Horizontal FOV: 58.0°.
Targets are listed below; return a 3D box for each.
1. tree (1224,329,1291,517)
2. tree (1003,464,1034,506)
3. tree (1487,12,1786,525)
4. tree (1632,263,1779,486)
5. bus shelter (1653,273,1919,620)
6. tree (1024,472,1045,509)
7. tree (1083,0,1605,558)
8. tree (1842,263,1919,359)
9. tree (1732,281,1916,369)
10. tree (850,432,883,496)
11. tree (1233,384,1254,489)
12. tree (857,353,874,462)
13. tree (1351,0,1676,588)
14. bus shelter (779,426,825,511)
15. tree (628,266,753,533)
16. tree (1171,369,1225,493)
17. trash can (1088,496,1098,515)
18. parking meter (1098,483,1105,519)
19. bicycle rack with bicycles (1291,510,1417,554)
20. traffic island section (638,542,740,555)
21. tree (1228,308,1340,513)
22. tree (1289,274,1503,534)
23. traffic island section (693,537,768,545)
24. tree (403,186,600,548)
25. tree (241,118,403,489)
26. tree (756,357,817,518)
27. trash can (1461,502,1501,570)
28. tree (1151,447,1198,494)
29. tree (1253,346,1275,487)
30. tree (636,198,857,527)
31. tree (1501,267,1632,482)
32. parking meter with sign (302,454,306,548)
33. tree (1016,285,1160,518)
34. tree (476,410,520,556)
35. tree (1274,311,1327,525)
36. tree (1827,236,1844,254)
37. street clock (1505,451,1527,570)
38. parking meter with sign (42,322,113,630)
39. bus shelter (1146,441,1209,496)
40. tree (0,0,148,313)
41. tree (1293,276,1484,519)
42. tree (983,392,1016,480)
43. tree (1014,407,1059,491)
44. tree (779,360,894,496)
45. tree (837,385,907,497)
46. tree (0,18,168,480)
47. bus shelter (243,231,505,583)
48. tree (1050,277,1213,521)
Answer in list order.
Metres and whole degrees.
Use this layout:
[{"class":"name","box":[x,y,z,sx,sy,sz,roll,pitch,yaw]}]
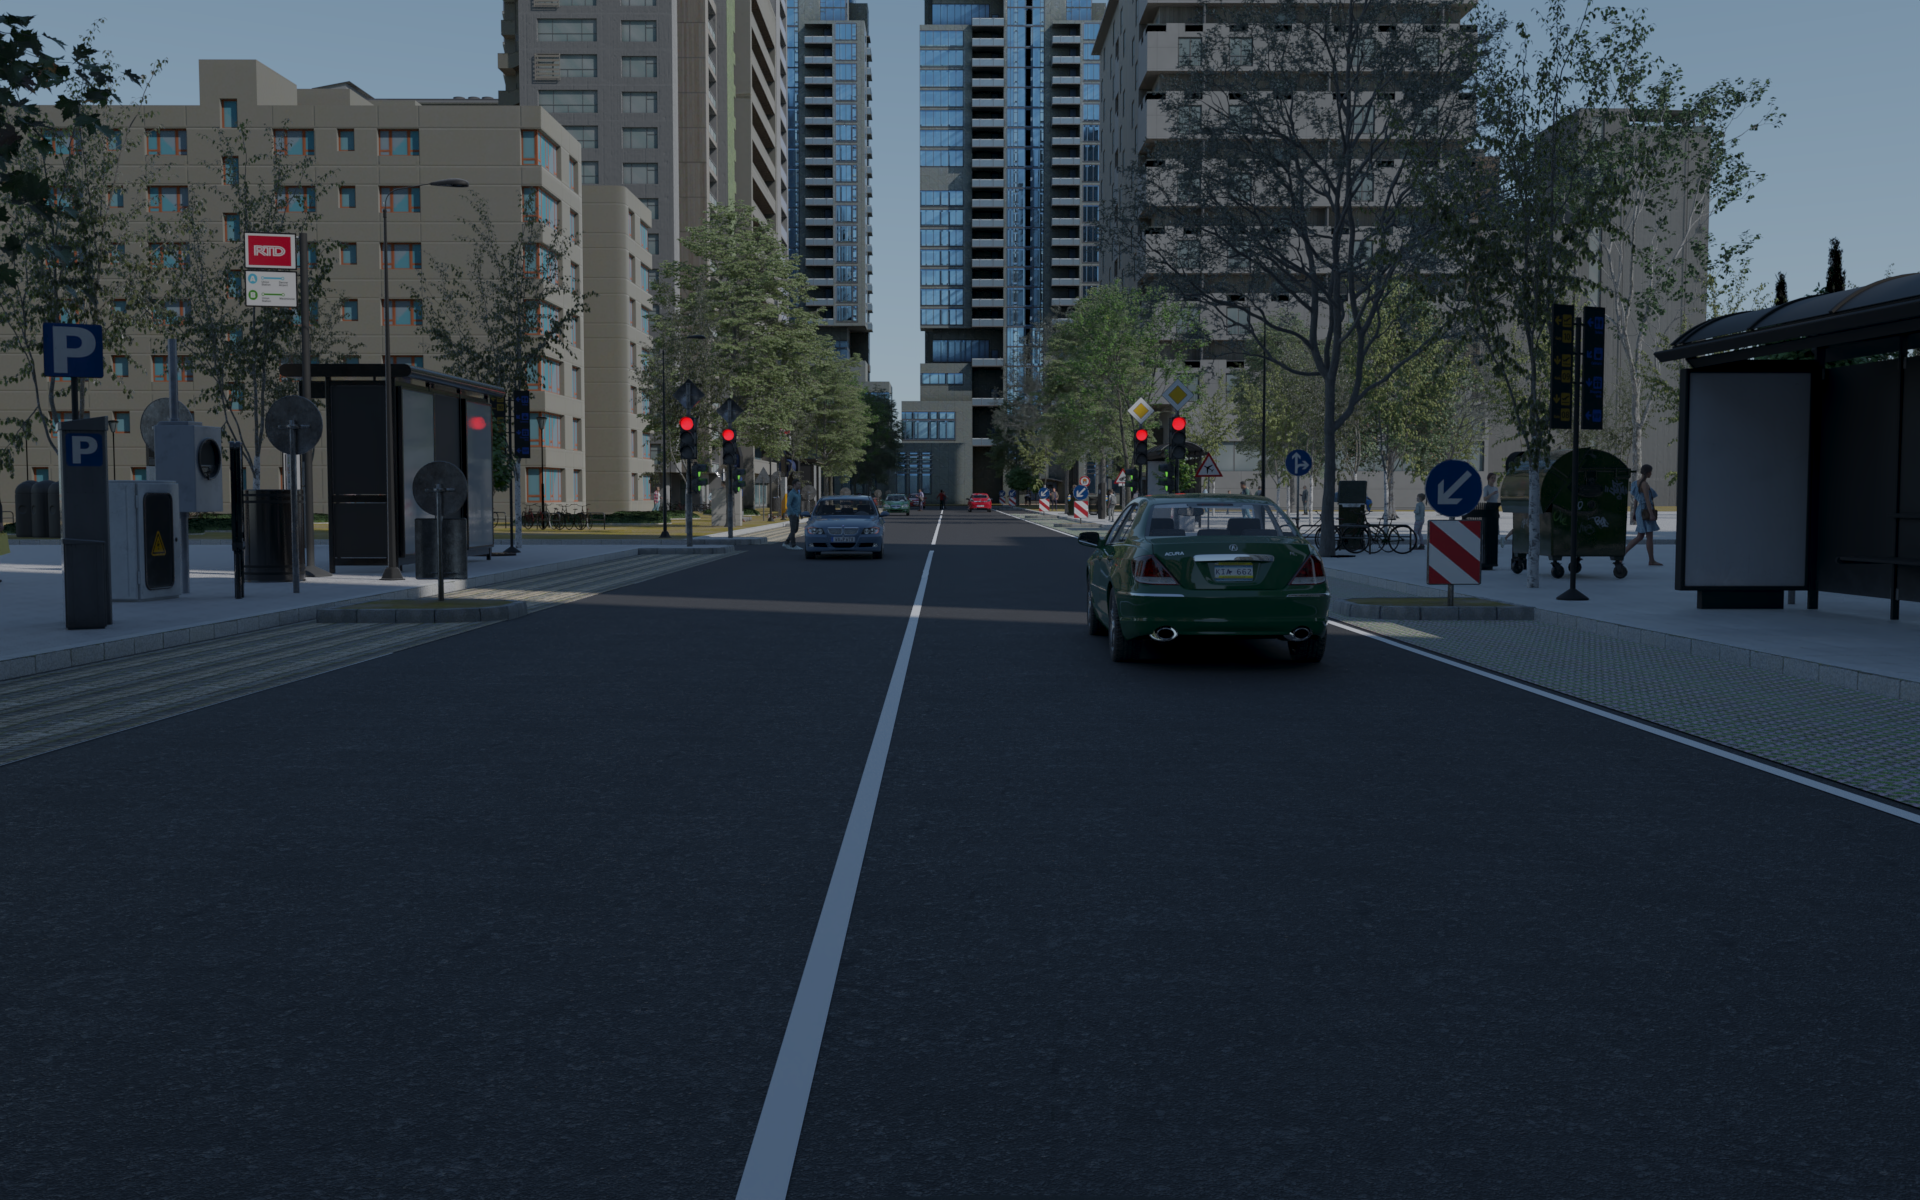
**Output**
[{"class":"tree","box":[14.109,-7.651,75.464,4.737,8.622,4.395,0,3,0]},{"class":"tree","box":[6.329,-12.318,185.105,4.285,4.588,4.351,0,3,0]},{"class":"tree","box":[26.611,-13.154,70.960,12.611,20.169,13.585,0,3,0]},{"class":"tree","box":[24.083,-6.437,55.602,4.737,8.622,4.395,0,3,0]},{"class":"bus shelter","box":[8.809,-1.397,16.760,2.014,3.302,5.546,0,4,0]},{"class":"tree","box":[6.624,-9.418,148.586,1.663,3.219,1.824,0,3,0]},{"class":"tree","box":[7.614,-7.618,34.930,12.009,13.543,11.850,0,3,0]},{"class":"tree","box":[30.069,-6.478,56.285,4.360,8.622,3.978,0,3,0]},{"class":"tree","box":[13.208,-2.641,26.894,4.285,4.588,4.351,0,3,0]},{"class":"tree","box":[-10.162,-14.796,192.277,4.360,8.622,3.978,0,3,0]},{"class":"tree","box":[14.987,-8.029,81.639,4.360,8.622,3.978,0,3,0]},{"class":"tree","box":[-9.836,-12.571,123.666,7.486,12.596,7.792,0,3,0]},{"class":"tree","box":[7.606,-4.469,23.437,4.360,8.622,3.978,0,3,0]},{"class":"bus shelter","box":[-9.519,-7.718,103.818,2.179,5.291,8.768,0,4,0]},{"class":"tree","box":[-8.945,-6.501,56.650,4.360,8.622,3.978,0,3,0]},{"class":"tree","box":[14.605,-9.228,101.238,4.737,8.622,4.395,0,3,0]},{"class":"trash can","box":[8.131,-5.724,105.243,0.748,1.137,0.748,0,3,0]},{"class":"parking meter","box":[7.236,-5.065,88.517,0.255,1.863,0.399,-2,4,-24]},{"class":"bicycle rack with bicycles","box":[8.686,-1.493,37.795,2.925,0.926,2.852,3,5,44]},{"class":"traffic island section","box":[-6.623,-1.225,42.312,2.009,0.180,2.903,0,4,0]},{"class":"tree","box":[22.557,-12.890,117.399,9.857,13.997,8.962,0,3,0]},{"class":"tree","box":[13.822,-6.415,55.242,4.737,8.622,4.395,0,3,0]},{"class":"traffic island section","box":[-6.684,-1.713,50.296,2.009,0.180,2.903,0,4,0]},{"class":"tree","box":[-10.705,-5.530,40.782,4.360,8.622,3.978,0,3,0]},{"class":"tree","box":[-13.901,-5.085,33.501,4.360,8.622,3.978,0,3,0]},{"class":"tree","box":[-9.413,-8.622,91.331,4.360,8.622,3.978,0,3,0]},{"class":"trash can","box":[8.807,-1.082,29.345,0.748,1.137,0.748,0,3,0]},{"class":"tree","box":[7.573,-4.090,61.467,1.663,3.219,1.824,0,3,0]},{"class":"tree","box":[14.575,-7.350,70.541,4.360,8.622,3.978,0,3,0]},{"class":"tree","box":[-8.517,-9.113,67.117,7.486,12.596,7.792,0,3,0]},{"class":"tree","box":[18.977,-6.509,56.790,4.737,8.622,4.395,0,3,0]},{"class":"parking meter with sign","box":[-15.824,-2.756,41.321,0.543,3.016,1.738,-1,4,-10]},{"class":"tree","box":[7.450,-10.782,94.417,7.486,12.596,7.792,0,3,0]},{"class":"tree","box":[-9.731,-2.540,36.127,1.663,3.219,1.824,0,3,0]},{"class":"tree","box":[13.929,-6.830,62.036,4.360,8.622,3.978,0,3,0]},{"class":"tree","box":[50.962,-11.329,87.053,18.604,14.587,13.155,-2,4,-29]},{"class":"street clock","box":[9.499,-1.517,29.378,0.471,2.002,0.358,-1,4,-19]},{"class":"parking meter with sign","box":[-8.671,-1.273,17.076,0.543,3.016,1.738,-2,4,-29]},{"class":"bus shelter","box":[8.399,-4.548,68.284,2.014,3.302,5.546,0,4,0]},{"class":"tree","box":[-9.260,-5.621,8.905,9.611,12.733,9.660,0,3,0]},{"class":"tree","box":[22.490,-10.600,90.318,9.611,12.733,9.660,0,3,0]},{"class":"tree","box":[6.143,-16.839,193.448,7.486,12.596,7.792,0,3,0]},{"class":"tree","box":[6.703,-11.707,141.764,4.737,8.622,4.395,0,3,0]},{"class":"tree","box":[-10.250,-12.799,135.011,9.928,11.665,9.643,0,3,0]},{"class":"tree","box":[-10.627,-18.060,201.935,9.857,13.997,8.962,0,3,0]},{"class":"tree","box":[-14.091,-4.714,27.430,4.360,8.622,3.978,0,3,0]},{"class":"bus shelter","box":[-9.879,-3.159,29.281,2.179,5.291,8.768,0,4,-1]},{"class":"tree","box":[8.062,-9.540,81.739,9.928,11.665,9.643,0,3,0]}]
